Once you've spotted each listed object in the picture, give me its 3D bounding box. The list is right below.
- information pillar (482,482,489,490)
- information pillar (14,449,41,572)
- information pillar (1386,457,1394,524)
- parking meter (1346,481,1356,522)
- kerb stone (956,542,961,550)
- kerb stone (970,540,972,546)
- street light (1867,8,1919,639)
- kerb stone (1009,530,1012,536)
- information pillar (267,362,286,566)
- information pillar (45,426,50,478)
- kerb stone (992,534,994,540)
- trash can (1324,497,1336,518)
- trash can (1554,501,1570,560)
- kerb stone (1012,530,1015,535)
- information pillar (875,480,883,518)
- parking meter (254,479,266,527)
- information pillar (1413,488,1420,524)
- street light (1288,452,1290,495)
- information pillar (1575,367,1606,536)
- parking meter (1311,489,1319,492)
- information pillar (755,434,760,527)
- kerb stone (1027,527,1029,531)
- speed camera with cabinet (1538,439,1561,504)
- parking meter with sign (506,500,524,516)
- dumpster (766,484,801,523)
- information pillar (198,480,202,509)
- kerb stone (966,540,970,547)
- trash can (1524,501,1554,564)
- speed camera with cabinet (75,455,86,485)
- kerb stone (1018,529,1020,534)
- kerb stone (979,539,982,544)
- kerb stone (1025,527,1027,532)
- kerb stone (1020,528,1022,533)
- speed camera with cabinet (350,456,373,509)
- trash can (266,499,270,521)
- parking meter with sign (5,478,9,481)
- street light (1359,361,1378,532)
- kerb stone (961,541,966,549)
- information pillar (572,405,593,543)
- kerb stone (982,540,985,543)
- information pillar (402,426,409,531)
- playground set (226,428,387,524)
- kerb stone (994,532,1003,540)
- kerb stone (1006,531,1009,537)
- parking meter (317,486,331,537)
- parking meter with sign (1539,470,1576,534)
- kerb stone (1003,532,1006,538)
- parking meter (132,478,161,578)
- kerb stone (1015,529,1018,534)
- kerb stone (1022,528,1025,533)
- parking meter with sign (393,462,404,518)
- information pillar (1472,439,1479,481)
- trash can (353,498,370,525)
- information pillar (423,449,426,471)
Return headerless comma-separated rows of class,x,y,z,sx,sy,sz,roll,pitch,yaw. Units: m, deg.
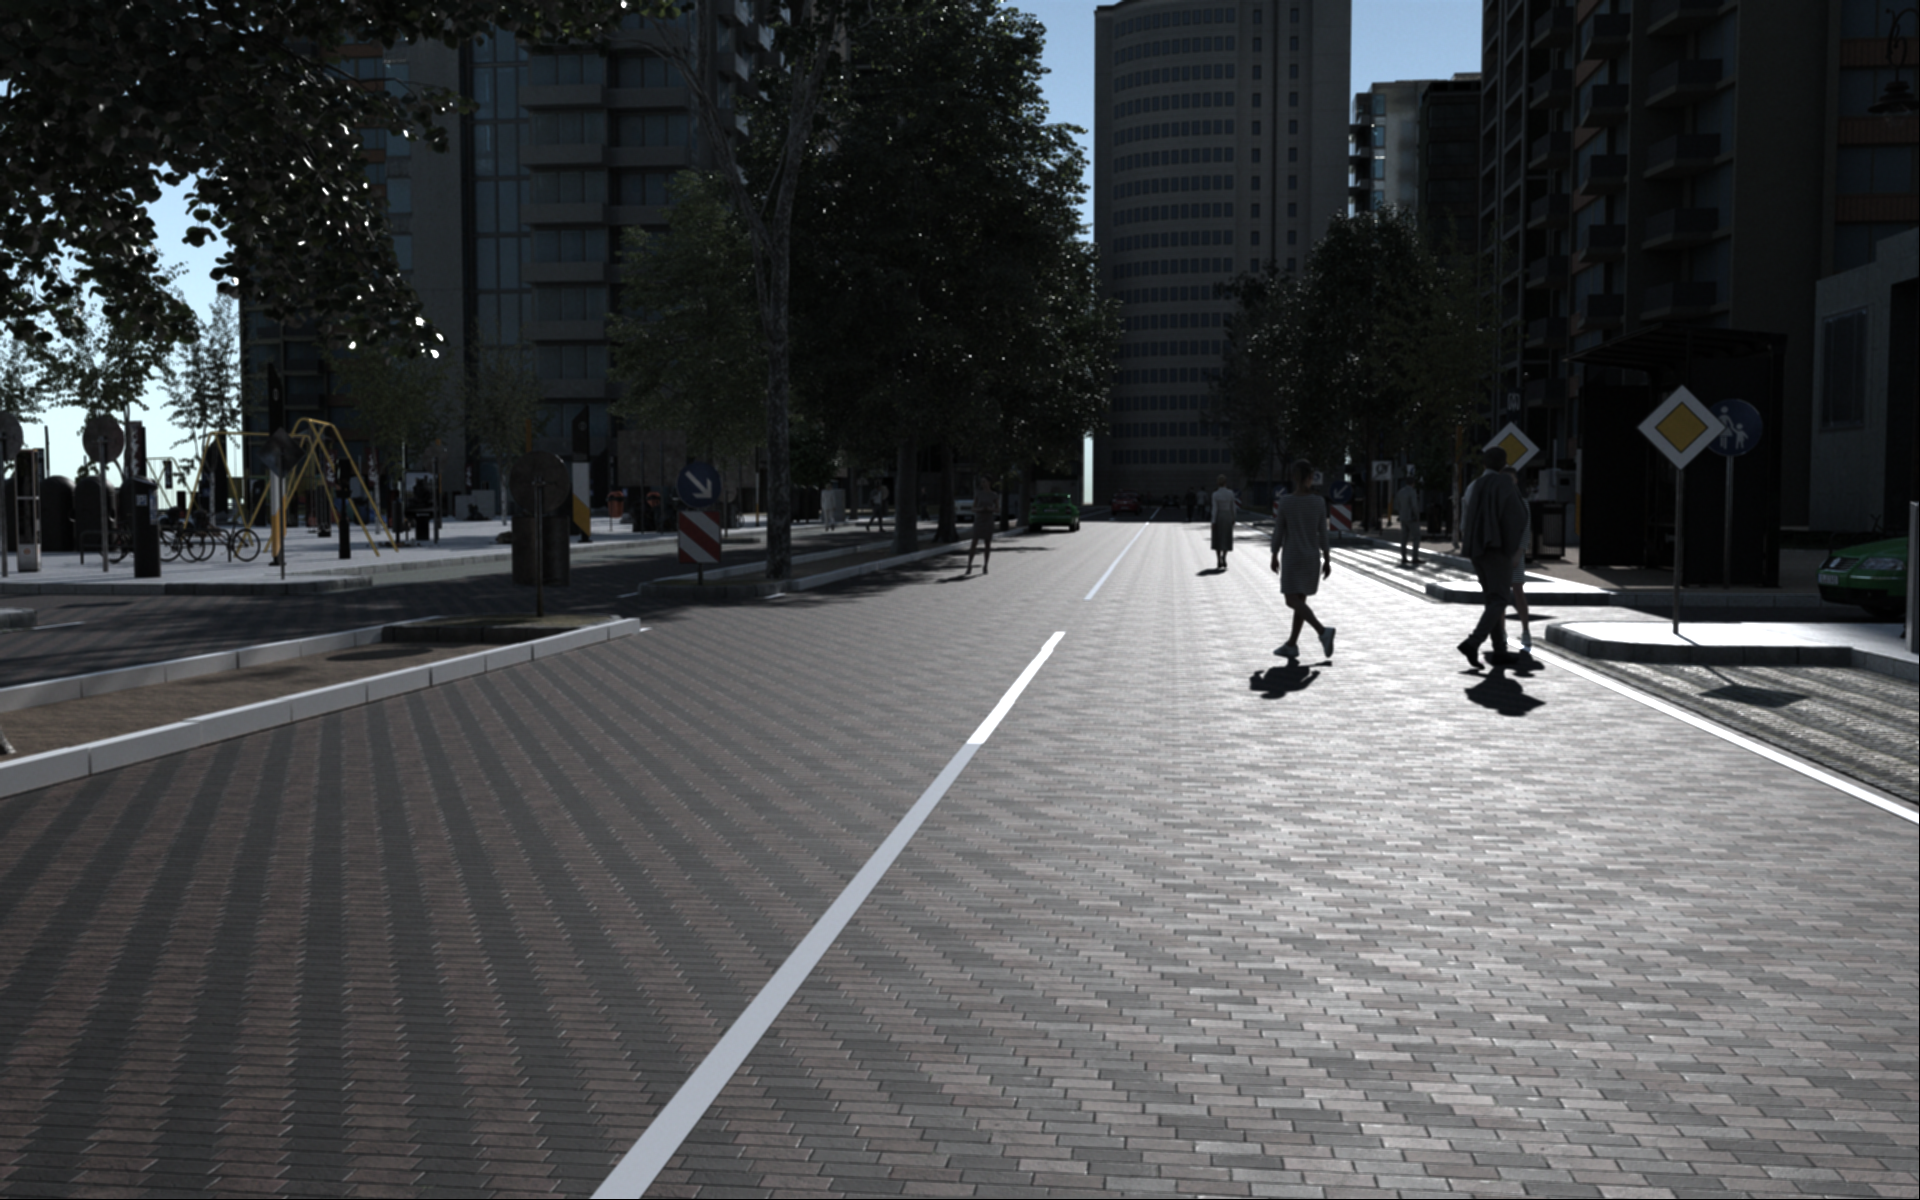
information pillar,-28.020,-5.985,102.345,0.304,2.012,0.304,3,5,39
information pillar,-15.362,-1.471,28.537,0.304,2.012,0.304,-1,4,-17
information pillar,18.241,-5.015,73.346,0.183,3.616,0.504,2,4,28
parking meter,17.939,-4.515,79.531,0.255,1.863,0.399,-3,5,-40
kerb stone,-0.156,-1.358,44.435,0.120,0.150,1.000,0,4,7
kerb stone,0.205,-1.544,47.484,0.120,0.150,1.000,0,4,7
street light,8.469,-2.596,15.235,0.468,5.910,1.993,0,4,7
kerb stone,1.583,-2.233,58.708,0.120,0.150,1.000,0,4,7
information pillar,-12.264,-2.431,31.097,0.183,3.616,0.504,0,4,0
information pillar,-31.155,-4.147,59.160,0.183,3.616,0.504,-2,4,-30
kerb stone,0.836,-1.859,52.584,0.120,0.150,1.000,0,4,7
trash can,19.935,-4.985,93.152,0.748,1.137,0.748,0,3,0
trash can,11.548,-1.363,33.945,0.748,1.137,0.748,0,3,0
kerb stone,1.703,-2.295,59.723,0.120,0.150,1.000,0,4,7
information pillar,-4.382,-5.458,93.738,0.304,2.012,0.304,1,4,20
parking meter,-27.722,-3.845,68.574,0.399,1.863,0.255,1,4,17
information pillar,19.140,-4.180,72.829,0.304,2.012,0.304,-1,4,-9
street light,18.582,-7.644,97.765,0.468,5.910,1.993,0,4,7
information pillar,11.574,-2.471,31.759,0.504,3.616,0.183,1,4,11
parking meter,17.529,-4.715,85.502,0.372,1.533,0.369,0,3,0
information pillar,-7.926,-4.671,67.727,0.183,3.616,0.504,0,4,-5
kerb stone,2.435,-2.668,65.814,0.120,0.150,1.000,0,4,7
speed camera with cabinet,22.096,-4.205,63.093,2.038,3.252,0.660,-1,4,-19
parking meter with sign,-26.194,-6.540,103.185,0.543,3.016,1.738,3,4,38
dumpster,-7.958,-4.426,78.121,1.264,1.857,1.865,0,4,7
information pillar,-39.538,-5.257,90.440,0.304,2.012,0.304,0,4,6
kerb stone,0.086,-1.483,46.468,0.120,0.150,1.000,0,4,7
trash can,10.412,-1.255,32.174,0.748,1.137,0.748,0,3,0
speed camera with cabinet,-45.404,-5.753,88.395,2.038,3.252,0.660,0,4,-4
kerb stone,1.945,-2.419,61.753,0.120,0.150,1.000,0,4,7
kerb stone,0.456,-1.672,49.529,0.120,0.150,1.000,0,4,7
kerb stone,2.316,-2.606,64.799,0.120,0.150,1.000,0,4,7
kerb stone,2.068,-2.479,62.768,0.120,0.150,1.000,0,4,7
speed camera with cabinet,-31.067,-5.844,89.884,0.660,3.252,2.038,0,4,-1
trash can,-31.413,-4.133,79.228,0.748,1.137,0.748,0,3,0
parking meter with sign,-46.490,-5.379,84.211,1.738,3.016,0.543,0,4,-7
street light,13.890,-5.274,59.016,0.468,5.910,1.993,0,4,7
kerb stone,-0.036,-1.422,45.453,0.120,0.150,1.000,0,4,7
information pillar,-9.968,-3.319,45.627,0.504,3.616,0.183,1,4,19
kerb stone,0.707,-1.794,51.558,0.120,0.150,1.000,0,4,7
information pillar,-19.093,-4.174,59.600,0.183,3.616,0.504,-2,4,-24
playground set,-28.460,-5.404,75.141,5.637,4.214,5.302,1,4,18
kerb stone,1.203,-2.046,55.649,0.120,0.150,1.000,0,4,7
kerb stone,1.447,-2.171,57.685,0.120,0.150,1.000,0,4,7
parking meter,-18.941,-2.640,51.576,0.372,1.533,0.369,0,3,0
parking meter with sign,19.622,-3.658,56.070,1.738,3.016,0.543,1,4,15
kerb stone,1.319,-2.105,56.665,0.120,0.150,1.000,0,4,7
parking meter,-12.543,-1.119,26.701,0.372,1.533,0.369,0,3,0
kerb stone,1.831,-2.357,60.737,0.120,0.150,1.000,0,4,7
kerb stone,2.198,-2.543,63.783,0.120,0.150,1.000,0,4,7
parking meter with sign,-30.253,-5.981,94.054,0.543,3.016,1.738,-2,4,-31
information pillar,21.817,-5.016,73.361,0.183,3.616,0.504,-1,4,-10
trash can,-24.679,-3.656,71.437,0.748,1.137,0.748,0,3,0
information pillar,-28.198,-6.108,91.221,0.183,3.616,0.504,-1,4,-9
